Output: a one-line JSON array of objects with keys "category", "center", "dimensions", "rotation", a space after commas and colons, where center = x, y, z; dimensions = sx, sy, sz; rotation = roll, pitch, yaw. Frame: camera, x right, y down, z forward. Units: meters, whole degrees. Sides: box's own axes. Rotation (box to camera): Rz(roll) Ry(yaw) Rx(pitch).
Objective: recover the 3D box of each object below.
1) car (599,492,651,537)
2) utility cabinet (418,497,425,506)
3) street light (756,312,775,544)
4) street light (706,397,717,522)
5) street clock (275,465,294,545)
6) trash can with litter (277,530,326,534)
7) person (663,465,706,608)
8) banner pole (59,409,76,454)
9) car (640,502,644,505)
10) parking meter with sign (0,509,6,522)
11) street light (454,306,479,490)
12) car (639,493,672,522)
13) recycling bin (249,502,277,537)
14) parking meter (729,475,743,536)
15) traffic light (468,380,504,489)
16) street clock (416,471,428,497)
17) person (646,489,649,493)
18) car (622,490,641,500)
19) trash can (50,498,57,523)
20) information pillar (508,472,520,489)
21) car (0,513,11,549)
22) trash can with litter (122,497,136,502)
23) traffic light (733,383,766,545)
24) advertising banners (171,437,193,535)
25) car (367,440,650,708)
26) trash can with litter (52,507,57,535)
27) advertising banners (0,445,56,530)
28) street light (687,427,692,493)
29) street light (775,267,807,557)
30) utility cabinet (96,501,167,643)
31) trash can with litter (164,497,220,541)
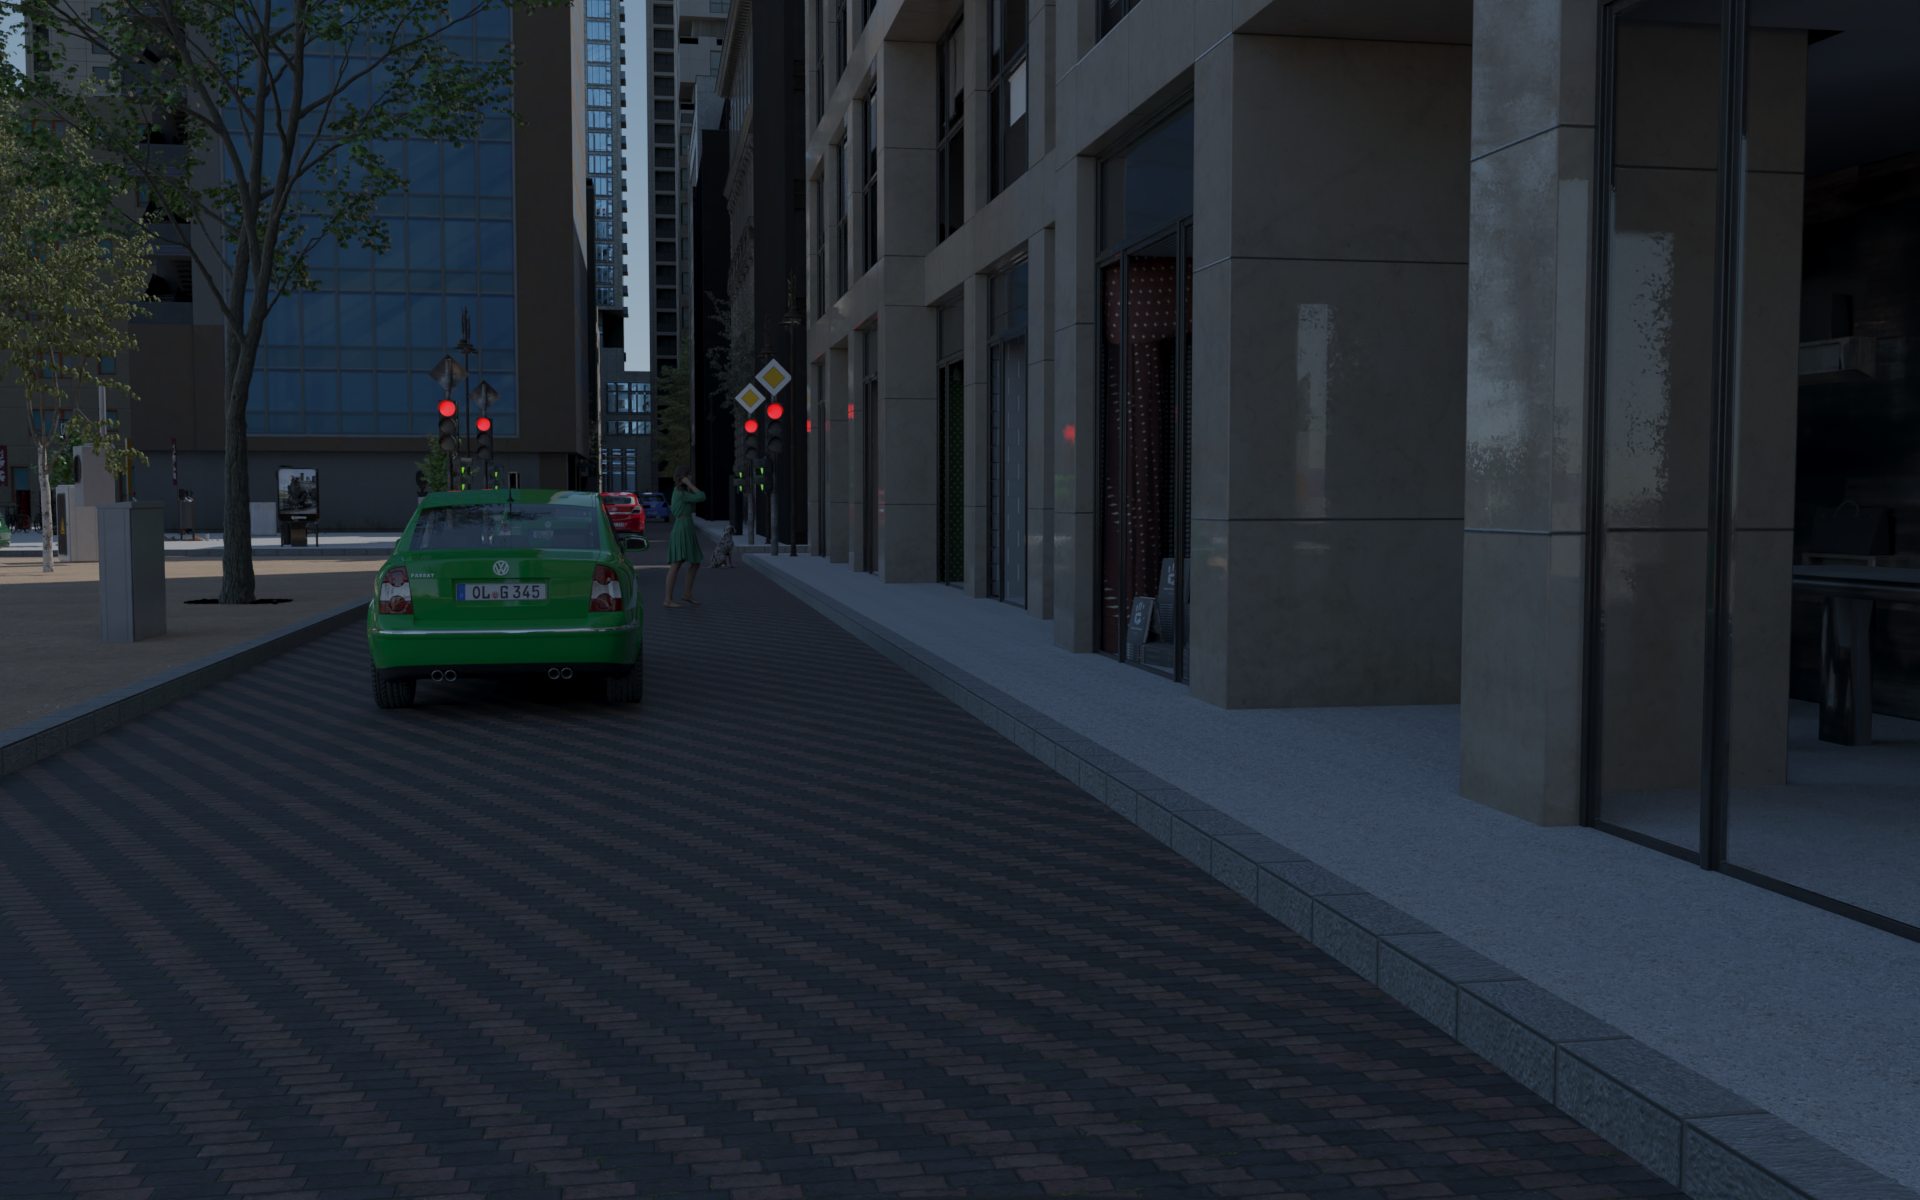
[{"category": "car", "center": [-10.795, -2.772, 54.367], "dimensions": [2.155, 1.783, 4.494], "rotation": [-1, 4, -10]}, {"category": "utility cabinet", "center": [-13.521, -2.032, 44.385], "dimensions": [0.306, 1.237, 1.020], "rotation": [1, 4, 9]}, {"category": "street light", "center": [-4.920, -4.372, 44.266], "dimensions": [0.468, 5.910, 1.993], "rotation": [-1, 4, -10]}, {"category": "street light", "center": [-11.559, -6.599, 80.684], "dimensions": [0.468, 5.910, 1.993], "rotation": [-1, 4, -10]}, {"category": "street clock", "center": [-17.003, -2.396, 43.739], "dimensions": [0.471, 2.002, 0.358], "rotation": [1, 4, 19]}, {"category": "trash can with litter", "center": [-21.224, -2.720, 55.521], "dimensions": [1.678, 1.210, 2.233], "rotation": [-1, 4, -9]}, {"category": "person", "center": [-3.523, -0.806, 21.932], "dimensions": [0.529, 1.795, 0.600], "rotation": [-2, 4, -25]}, {"category": "banner pole", "center": [-26.224, -3.735, 51.090], "dimensions": [0.401, 3.779, 0.863], "rotation": [1, 4, 14]}, {"category": "car", "center": [-15.660, -4.162, 79.845], "dimensions": [2.131, 1.459, 4.920], "rotation": [-1, 4, -11]}, {"category": "parking meter with sign", "center": [-29.193, -3.393, 51.737], "dimensions": [1.738, 3.016, 0.543], "rotation": [2, 4, 30]}, {"category": "street light", "center": [-12.162, -4.282, 42.797], "dimensions": [0.468, 5.910, 1.993], "rotation": [-1, 4, -10]}, {"category": "car", "center": [-15.815, -4.864, 89.119], "dimensions": [1.945, 1.707, 3.694], "rotation": [-1, 4, -9]}, {"category": "recycling bin", "center": [-21.250, -2.457, 52.733], "dimensions": [0.722, 1.027, 0.722], "rotation": [-2, 4, -30]}, {"category": "parking meter", "center": [-6.925, -2.930, 53.611], "dimensions": [0.255, 1.863, 0.399], "rotation": [3, 4, 37]}, {"category": "traffic light", "center": [-11.667, -3.285, 42.639], "dimensions": [0.839, 4.253, 0.868], "rotation": [-1, 4, -10]}, {"category": "street clock", "center": [-16.566, -2.985, 53.383], "dimensions": [0.358, 2.002, 0.471], "rotation": [-3, 5, -39]}, {"category": "person", "center": [-26.486, -8.462, 146.833], "dimensions": [0.705, 1.826, 1.348], "rotation": [2, 4, 24]}, {"category": "car", "center": [-31.981, -9.740, 167.917], "dimensions": [2.281, 1.827, 5.304], "rotation": [-1, 4, -8]}, {"category": "trash can", "center": [-32.233, -3.065, 61.764], "dimensions": [0.748, 1.137, 0.748], "rotation": [0, 3, 0]}, {"category": "information pillar", "center": [-14.755, -3.236, 57.394], "dimensions": [0.304, 2.012, 0.304], "rotation": [0, 4, 6]}, {"category": "car", "center": [-22.989, -1.533, 36.866], "dimensions": [4.920, 1.459, 2.131], "rotation": [-1, 4, -10]}, {"category": "trash can with litter", "center": [-32.756, -3.478, 68.260], "dimensions": [0.624, 1.170, 1.055], "rotation": [0, 4, -4]}, {"category": "traffic light", "center": [-5.313, -3.357, 43.813], "dimensions": [0.839, 4.253, 0.868], "rotation": [-1, 4, -10]}, {"category": "advertising banners", "center": [-24.481, -3.566, 54.495], "dimensions": [0.090, 3.025, 2.074], "rotation": [-1, 4, -8]}, {"category": "car", "center": [-3.325, -0.262, 13.086], "dimensions": [1.959, 1.807, 4.718], "rotation": [-1, 4, -11]}, {"category": "trash can with litter", "center": [-27.936, -2.590, 53.733], "dimensions": [1.055, 1.170, 0.624], "rotation": [0, 4, 4]}, {"category": "advertising banners", "center": [-33.826, -4.061, 62.579], "dimensions": [2.074, 3.025, 0.090], "rotation": [-3, 5, -43]}, {"category": "street light", "center": [-18.284, -8.850, 117.482], "dimensions": [0.468, 5.910, 1.993], "rotation": [-1, 4, -10]}, {"category": "street light", "center": [-3.423, -3.833, 35.454], "dimensions": [0.468, 5.910, 1.993], "rotation": [-1, 4, -10]}, {"category": "utility cabinet", "center": [-7.357, -0.259, 15.393], "dimensions": [0.306, 1.237, 1.020], "rotation": [-1, 4, -10]}, {"category": "trash can with litter", "center": [-21.407, -2.235, 47.597], "dimensions": [2.233, 1.210, 1.678], "rotation": [2, 4, 29]}]
